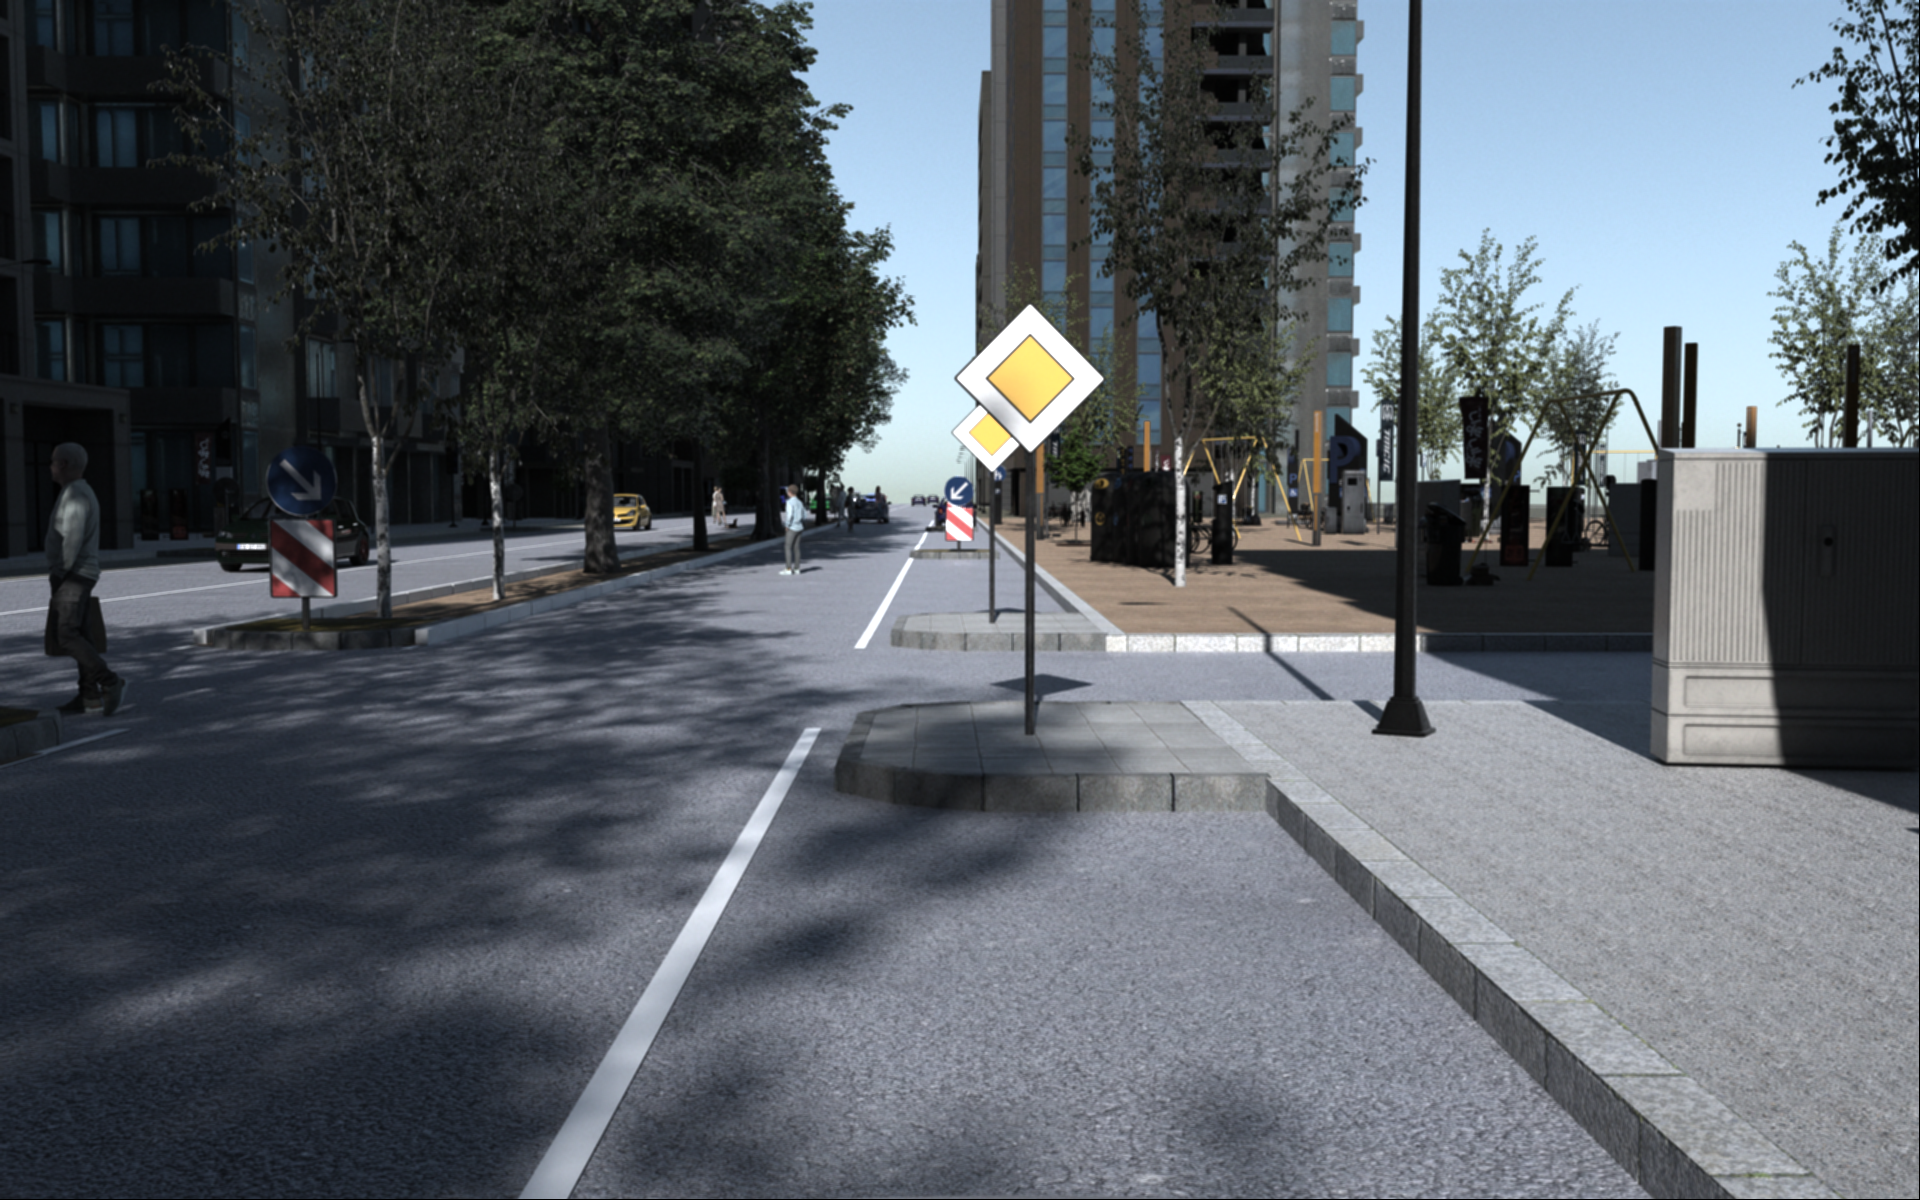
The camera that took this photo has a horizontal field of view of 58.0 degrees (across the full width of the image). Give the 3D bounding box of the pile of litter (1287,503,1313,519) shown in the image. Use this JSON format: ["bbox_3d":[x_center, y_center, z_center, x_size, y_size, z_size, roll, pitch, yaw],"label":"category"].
[{"bbox_3d":[17.849,-4.632,89.706,1.719,0.858,1.176,3,4,36],"label":"pile of litter"}]

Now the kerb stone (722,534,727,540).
[{"bbox_3d":[-7.449,-1.932,53.791,0.120,0.150,1.000,0,4,0],"label":"kerb stone"}]

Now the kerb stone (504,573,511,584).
[{"bbox_3d":[-7.268,-0.303,27.148,0.120,0.150,1.000,0,4,0],"label":"kerb stone"}]

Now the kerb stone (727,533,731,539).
[{"bbox_3d":[-7.459,-1.996,54.822,0.120,0.150,1.000,0,4,0],"label":"kerb stone"}]

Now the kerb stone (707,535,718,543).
[{"bbox_3d":[-7.438,-1.807,51.736,0.120,0.150,1.000,0,4,0],"label":"kerb stone"}]

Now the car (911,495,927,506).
[{"bbox_3d":[-4.978,-12.043,209.482,1.945,1.354,3.894,0,4,-1],"label":"car"}]

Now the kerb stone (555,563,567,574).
[{"bbox_3d":[-7.301,-0.548,31.243,0.120,0.150,1.000,0,4,0],"label":"kerb stone"}]

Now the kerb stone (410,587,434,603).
[{"bbox_3d":[-7.244,-0.050,23.031,0.120,0.150,1.000,0,4,0],"label":"kerb stone"}]

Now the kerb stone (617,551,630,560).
[{"bbox_3d":[-7.338,-0.929,37.385,0.120,0.150,1.000,0,4,0],"label":"kerb stone"}]

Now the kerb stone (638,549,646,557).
[{"bbox_3d":[-7.354,-1.050,39.437,0.120,0.150,1.000,0,4,0],"label":"kerb stone"}]

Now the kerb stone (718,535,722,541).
[{"bbox_3d":[-7.441,-1.870,52.769,0.120,0.150,1.000,0,4,0],"label":"kerb stone"}]

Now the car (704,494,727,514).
[{"bbox_3d":[-17.473,-6.868,122.084,2.009,1.686,4.222,0,3,0],"label":"car"}]

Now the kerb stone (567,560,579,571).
[{"bbox_3d":[-7.313,-0.616,32.264,0.120,0.150,1.000,0,4,0],"label":"kerb stone"}]

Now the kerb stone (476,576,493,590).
[{"bbox_3d":[-7.261,-0.238,26.120,0.120,0.150,1.000,0,4,0],"label":"kerb stone"}]

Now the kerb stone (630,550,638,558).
[{"bbox_3d":[-7.353,-0.990,38.414,0.120,0.150,1.000,0,4,0],"label":"kerb stone"}]

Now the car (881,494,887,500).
[{"bbox_3d":[-10.822,-13.703,233.084,2.155,1.783,4.494,0,4,-1],"label":"car"}]

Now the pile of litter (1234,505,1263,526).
[{"bbox_3d":[11.508,-3.448,70.334,1.719,0.858,1.176,0,4,-5],"label":"pile of litter"}]

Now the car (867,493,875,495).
[{"bbox_3d":[-9.687,-11.178,192.348,1.945,1.707,3.694,0,4,2],"label":"car"}]

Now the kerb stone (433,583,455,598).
[{"bbox_3d":[-7.252,-0.114,24.053,0.120,0.150,1.000,0,4,0],"label":"kerb stone"}]

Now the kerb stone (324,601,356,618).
[{"bbox_3d":[-7.220,0.137,19.965,0.120,0.150,1.000,0,4,0],"label":"kerb stone"}]

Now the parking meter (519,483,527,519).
[{"bbox_3d":[-22.676,-5.140,89.752,0.399,1.863,0.255,1,4,15],"label":"parking meter"}]

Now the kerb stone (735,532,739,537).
[{"bbox_3d":[-7.474,-2.121,56.866,0.120,0.150,1.000,0,4,0],"label":"kerb stone"}]

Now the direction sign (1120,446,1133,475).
[{"bbox_3d":[7.864,-5.501,81.941,0.379,3.537,0.876,-3,4,-38],"label":"direction sign"}]

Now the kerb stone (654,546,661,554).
[{"bbox_3d":[-7.368,-1.179,41.492,0.120,0.150,1.000,0,4,0],"label":"kerb stone"}]

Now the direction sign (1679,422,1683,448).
[{"bbox_3d":[22.715,-3.842,54.806,0.379,3.537,0.876,-3,4,-38],"label":"direction sign"}]

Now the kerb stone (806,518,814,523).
[{"bbox_3d":[-7.679,-4.065,88.657,0.120,0.150,1.000,0,4,0],"label":"kerb stone"}]

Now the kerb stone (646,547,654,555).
[{"bbox_3d":[-7.364,-1.109,40.465,0.120,0.150,1.000,0,4,0],"label":"kerb stone"}]

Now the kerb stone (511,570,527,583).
[{"bbox_3d":[-7.276,-0.366,28.177,0.120,0.150,1.000,0,4,0],"label":"kerb stone"}]

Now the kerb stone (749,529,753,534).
[{"bbox_3d":[-7.501,-2.372,60.974,0.120,0.150,1.000,0,4,0],"label":"kerb stone"}]

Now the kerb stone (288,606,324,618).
[{"bbox_3d":[-7.228,0.199,18.943,0.120,0.150,1.000,0,4,0],"label":"kerb stone"}]

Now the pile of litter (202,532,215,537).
[{"bbox_3d":[-21.840,-2.283,51.295,1.176,0.858,1.719,-2,4,-26],"label":"pile of litter"}]

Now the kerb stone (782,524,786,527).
[{"bbox_3d":[-7.597,-3.248,75.336,0.120,0.150,1.000,0,4,0],"label":"kerb stone"}]

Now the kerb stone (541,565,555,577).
[{"bbox_3d":[-7.284,-0.491,30.221,0.120,0.150,1.000,0,4,0],"label":"kerb stone"}]

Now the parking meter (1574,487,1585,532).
[{"bbox_3d":[20.915,-3.066,58.548,0.372,1.533,0.369,0,3,0],"label":"parking meter"}]

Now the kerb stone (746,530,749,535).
[{"bbox_3d":[-7.494,-2.309,59.952,0.120,0.150,1.000,0,4,0],"label":"kerb stone"}]

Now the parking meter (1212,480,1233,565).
[{"bbox_3d":[4.769,-1.410,31.463,0.372,1.533,0.369,0,3,0],"label":"parking meter"}]

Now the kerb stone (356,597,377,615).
[{"bbox_3d":[-7.234,0.077,20.988,0.120,0.150,1.000,0,4,0],"label":"kerb stone"}]

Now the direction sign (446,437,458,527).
[{"bbox_3d":[-19.666,-4.594,67.115,0.379,3.537,0.876,-3,5,-44],"label":"direction sign"}]

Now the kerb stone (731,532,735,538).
[{"bbox_3d":[-7.460,-2.058,55.844,0.120,0.150,1.000,0,4,0],"label":"kerb stone"}]

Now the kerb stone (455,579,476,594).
[{"bbox_3d":[-7.253,-0.177,25.088,0.120,0.150,1.000,0,4,0],"label":"kerb stone"}]

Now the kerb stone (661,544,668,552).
[{"bbox_3d":[-7.371,-1.243,42.521,0.120,0.150,1.000,0,4,0],"label":"kerb stone"}]

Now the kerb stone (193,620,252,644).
[{"bbox_3d":[-7.200,0.324,16.899,0.120,0.150,1.000,0,4,0],"label":"kerb stone"}]

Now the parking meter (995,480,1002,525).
[{"bbox_3d":[1.530,-4.081,72.437,0.399,1.863,0.255,-1,4,-13],"label":"parking meter"}]

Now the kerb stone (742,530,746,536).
[{"bbox_3d":[-7.485,-2.243,58.924,0.120,0.150,1.000,0,4,0],"label":"kerb stone"}]

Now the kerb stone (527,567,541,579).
[{"bbox_3d":[-7.283,-0.426,29.199,0.120,0.150,1.000,0,4,0],"label":"kerb stone"}]

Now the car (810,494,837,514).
[{"bbox_3d":[-10.038,-7.250,127.337,1.959,1.807,4.718,0,4,-1],"label":"car"}]

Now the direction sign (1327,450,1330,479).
[{"bbox_3d":[19.148,-5.972,89.632,0.379,3.537,0.876,0,4,-5],"label":"direction sign"}]

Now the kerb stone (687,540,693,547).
[{"bbox_3d":[-7.401,-1.494,46.618,0.120,0.150,1.000,0,4,0],"label":"kerb stone"}]

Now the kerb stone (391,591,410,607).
[{"bbox_3d":[-7.240,0.014,22.009,0.120,0.150,1.000,0,4,0],"label":"kerb stone"}]

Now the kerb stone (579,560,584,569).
[{"bbox_3d":[-7.316,-0.678,33.286,0.120,0.150,1.000,0,4,0],"label":"kerb stone"}]

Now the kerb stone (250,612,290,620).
[{"bbox_3d":[-7.210,0.264,17.921,0.120,0.150,1.000,0,4,0],"label":"kerb stone"}]

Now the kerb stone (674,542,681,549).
[{"bbox_3d":[-7.394,-1.368,44.569,0.120,0.150,1.000,0,4,0],"label":"kerb stone"}]

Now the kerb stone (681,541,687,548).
[{"bbox_3d":[-7.390,-1.430,45.596,0.120,0.150,1.000,0,4,0],"label":"kerb stone"}]

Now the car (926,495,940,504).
[{"bbox_3d":[-3.860,-14.431,248.519,1.945,1.354,3.894,0,3,0],"label":"car"}]

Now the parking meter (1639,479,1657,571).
[{"bbox_3d":[11.633,-1.267,29.122,0.372,1.533,0.369,0,3,0],"label":"parking meter"}]

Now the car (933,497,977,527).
[{"bbox_3d":[-0.201,-3.816,74.977,1.945,1.354,3.894,0,4,-2],"label":"car"}]

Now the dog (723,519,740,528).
[{"bbox_3d":[-9.578,-3.205,72.600,0.748,0.427,0.550,3,4,38],"label":"dog"}]

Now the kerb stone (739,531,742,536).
[{"bbox_3d":[-7.480,-2.183,57.888,0.120,0.150,1.000,0,4,0],"label":"kerb stone"}]

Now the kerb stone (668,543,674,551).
[{"bbox_3d":[-7.386,-1.306,43.543,0.120,0.150,1.000,0,4,0],"label":"kerb stone"}]
